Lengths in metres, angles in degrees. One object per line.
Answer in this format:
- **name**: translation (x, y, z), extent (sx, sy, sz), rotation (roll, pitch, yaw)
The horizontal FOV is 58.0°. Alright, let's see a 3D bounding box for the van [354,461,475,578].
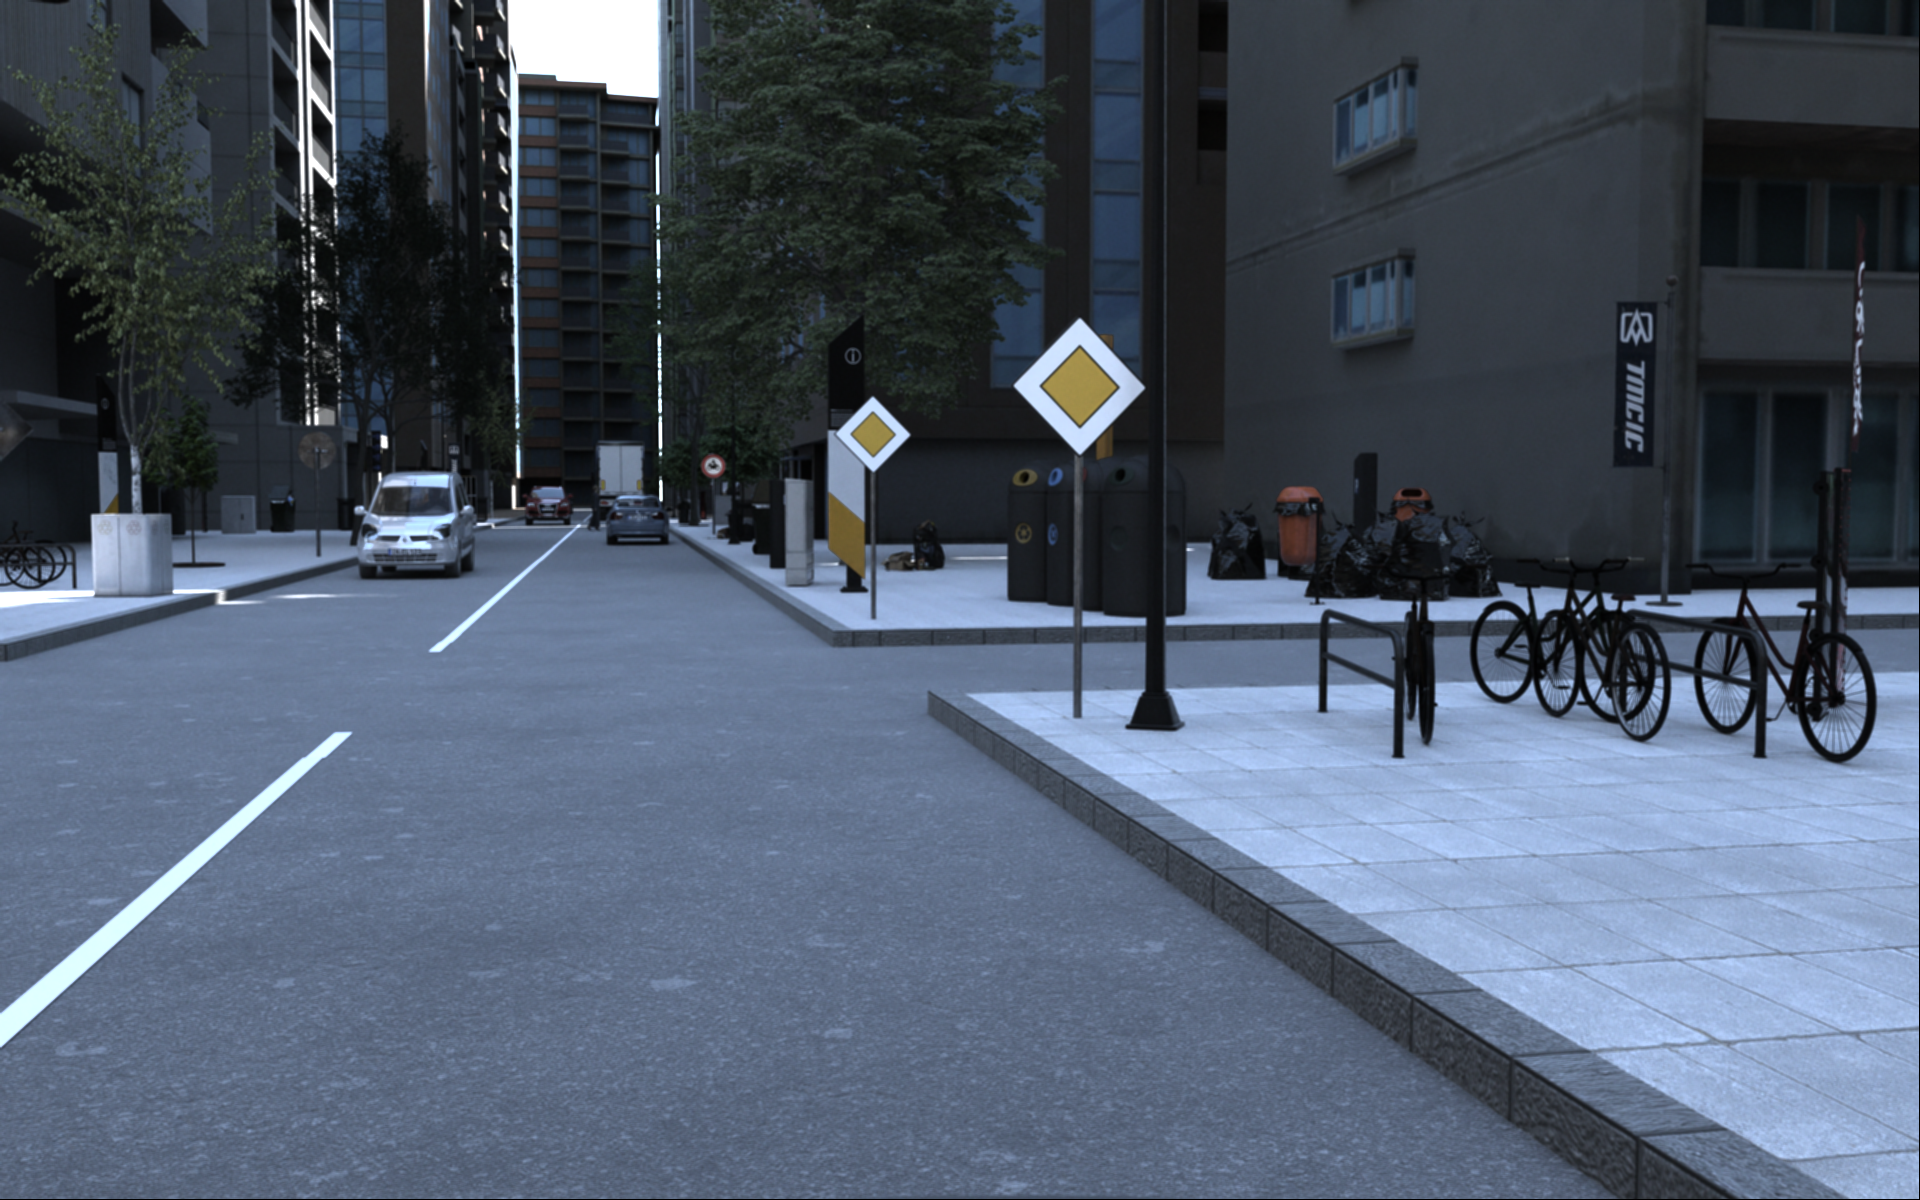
- **van**: translation (-9.635, -1.456, 30.818), extent (2.013, 2.044, 4.112), rotation (-1, 4, -11)

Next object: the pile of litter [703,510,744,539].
- **pile of litter**: translation (-6.502, -2.196, 49.871), extent (1.719, 0.858, 1.176), rotation (1, 4, 9)

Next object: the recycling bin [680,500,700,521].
- **recycling bin**: translation (-12.364, -4.084, 79.329), extent (0.722, 1.027, 0.722), rotation (1, 4, 9)

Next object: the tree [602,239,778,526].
- **tree**: translation (-10.475, -8.757, 68.927), extent (9.928, 11.665, 9.643), rotation (0, 3, 0)

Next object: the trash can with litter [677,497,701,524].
- **trash can with litter**: translation (-11.734, -3.894, 75.052), extent (1.055, 1.170, 0.624), rotation (1, 4, 13)

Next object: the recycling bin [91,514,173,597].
- **recycling bin**: translation (-10.442, -0.570, 21.866), extent (0.722, 1.027, 0.722), rotation (0, 4, -2)

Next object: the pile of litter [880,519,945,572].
- **pile of litter**: translation (-0.842, -0.952, 29.531), extent (1.176, 0.858, 1.719), rotation (2, 4, 28)

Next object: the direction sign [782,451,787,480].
- **direction sign**: translation (-6.436, -4.375, 63.521), extent (0.379, 3.537, 0.876), rotation (0, 4, 3)

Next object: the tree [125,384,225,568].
- **tree**: translation (-13.605, -2.212, 30.770), extent (1.663, 3.219, 1.824), rotation (0, 3, 0)

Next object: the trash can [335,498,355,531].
- **trash can**: translation (-21.563, -3.013, 60.918), extent (0.748, 1.137, 0.748), rotation (0, 3, 0)

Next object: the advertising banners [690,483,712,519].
- **advertising banners**: translation (-13.265, -5.698, 89.356), extent (2.074, 3.025, 0.090), rotation (3, 5, 44)

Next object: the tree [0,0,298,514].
- **tree**: translation (-12.675, -4.689, 27.029), extent (4.737, 8.622, 4.395), rotation (0, 3, 0)

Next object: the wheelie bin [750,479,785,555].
- **wheelie bin**: translation (-4.028, -1.772, 36.886), extent (0.980, 1.594, 0.693), rotation (2, 4, 25)

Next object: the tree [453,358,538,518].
- **tree**: translation (-24.725, -8.672, 92.146), extent (4.737, 8.622, 4.395), rotation (0, 3, 0)

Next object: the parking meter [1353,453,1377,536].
- **parking meter**: translation (5.800, -1.168, 24.814), extent (0.255, 1.863, 0.399), rotation (0, 4, -1)

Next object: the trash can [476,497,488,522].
- **trash can**: translation (-21.923, -4.128, 79.148), extent (0.748, 1.137, 0.748), rotation (0, 3, 0)

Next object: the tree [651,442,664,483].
- **tree**: translation (-13.324, -6.284, 86.460), extent (4.285, 4.588, 4.351), rotation (0, 3, 0)

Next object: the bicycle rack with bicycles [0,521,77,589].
- **bicycle rack with bicycles**: translation (-13.463, -0.621, 23.543), extent (2.925, 0.926, 2.852), rotation (-3, 5, -40)

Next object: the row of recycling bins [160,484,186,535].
- **row of recycling bins**: translation (-26.023, -2.859, 53.852), extent (3.534, 1.692, 1.069), rotation (-1, 4, -22)

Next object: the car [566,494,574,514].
- **car**: translation (-28.463, -6.930, 123.085), extent (2.009, 1.686, 4.222), rotation (-1, 4, -9)

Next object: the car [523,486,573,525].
- **car**: translation (-19.286, -4.429, 81.079), extent (2.281, 1.827, 5.304), rotation (-1, 4, -13)

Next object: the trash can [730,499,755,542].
- **trash can**: translation (-5.841, -2.154, 46.877), extent (0.748, 1.137, 0.748), rotation (0, 3, 0)

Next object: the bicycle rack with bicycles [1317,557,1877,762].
- **bicycle rack with bicycles**: translation (3.149, 0.241, 9.445), extent (2.852, 0.926, 2.925), rotation (0, 4, 1)

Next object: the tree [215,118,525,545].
- **tree**: translation (-14.704, -6.629, 42.795), extent (7.601, 10.594, 8.767), rotation (0, 4, 5)

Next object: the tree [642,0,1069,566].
- **tree**: translation (-1.551, -6.888, 30.754), extent (7.486, 12.596, 7.792), rotation (0, 3, 0)

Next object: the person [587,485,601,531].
- **person**: translation (-14.317, -3.607, 67.898), extent (0.576, 1.772, 0.534), rotation (3, 5, 44)

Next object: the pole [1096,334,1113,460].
- **pole**: translation (1.858, -1.739, 22.274), extent (0.158, 3.312, 0.155), rotation (0, 3, 0)

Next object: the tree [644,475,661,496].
- **tree**: translation (-28.370, -10.199, 161.350), extent (1.663, 3.219, 1.824), rotation (0, 3, 0)

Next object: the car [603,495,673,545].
- **car**: translation (-9.352, -2.344, 50.333), extent (2.014, 1.417, 4.499), rotation (-1, 4, -10)

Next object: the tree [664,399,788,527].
- **tree**: translation (-7.472, -4.621, 59.269), extent (4.285, 4.588, 4.351), rotation (0, 3, 0)

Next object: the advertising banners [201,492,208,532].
- **advertising banners**: translation (-25.641, -3.820, 58.639), extent (0.090, 3.025, 2.074), rotation (-2, 4, -28)

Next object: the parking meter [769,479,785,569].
- **parking meter**: translation (-3.103, -1.317, 29.939), extent (0.372, 1.533, 0.369), rotation (0, 3, 0)

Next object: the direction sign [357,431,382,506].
- **direction sign**: translation (-21.160, -4.288, 62.109), extent (0.876, 3.537, 0.379), rotation (0, 4, 7)

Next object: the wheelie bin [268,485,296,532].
- **wheelie bin**: translation (-22.804, -3.081, 58.279), extent (0.980, 1.594, 0.693), rotation (1, 4, 8)

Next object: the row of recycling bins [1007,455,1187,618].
- **row of recycling bins**: translation (1.519, -0.766, 19.638), extent (1.069, 1.692, 3.534), rotation (-1, 4, -21)
